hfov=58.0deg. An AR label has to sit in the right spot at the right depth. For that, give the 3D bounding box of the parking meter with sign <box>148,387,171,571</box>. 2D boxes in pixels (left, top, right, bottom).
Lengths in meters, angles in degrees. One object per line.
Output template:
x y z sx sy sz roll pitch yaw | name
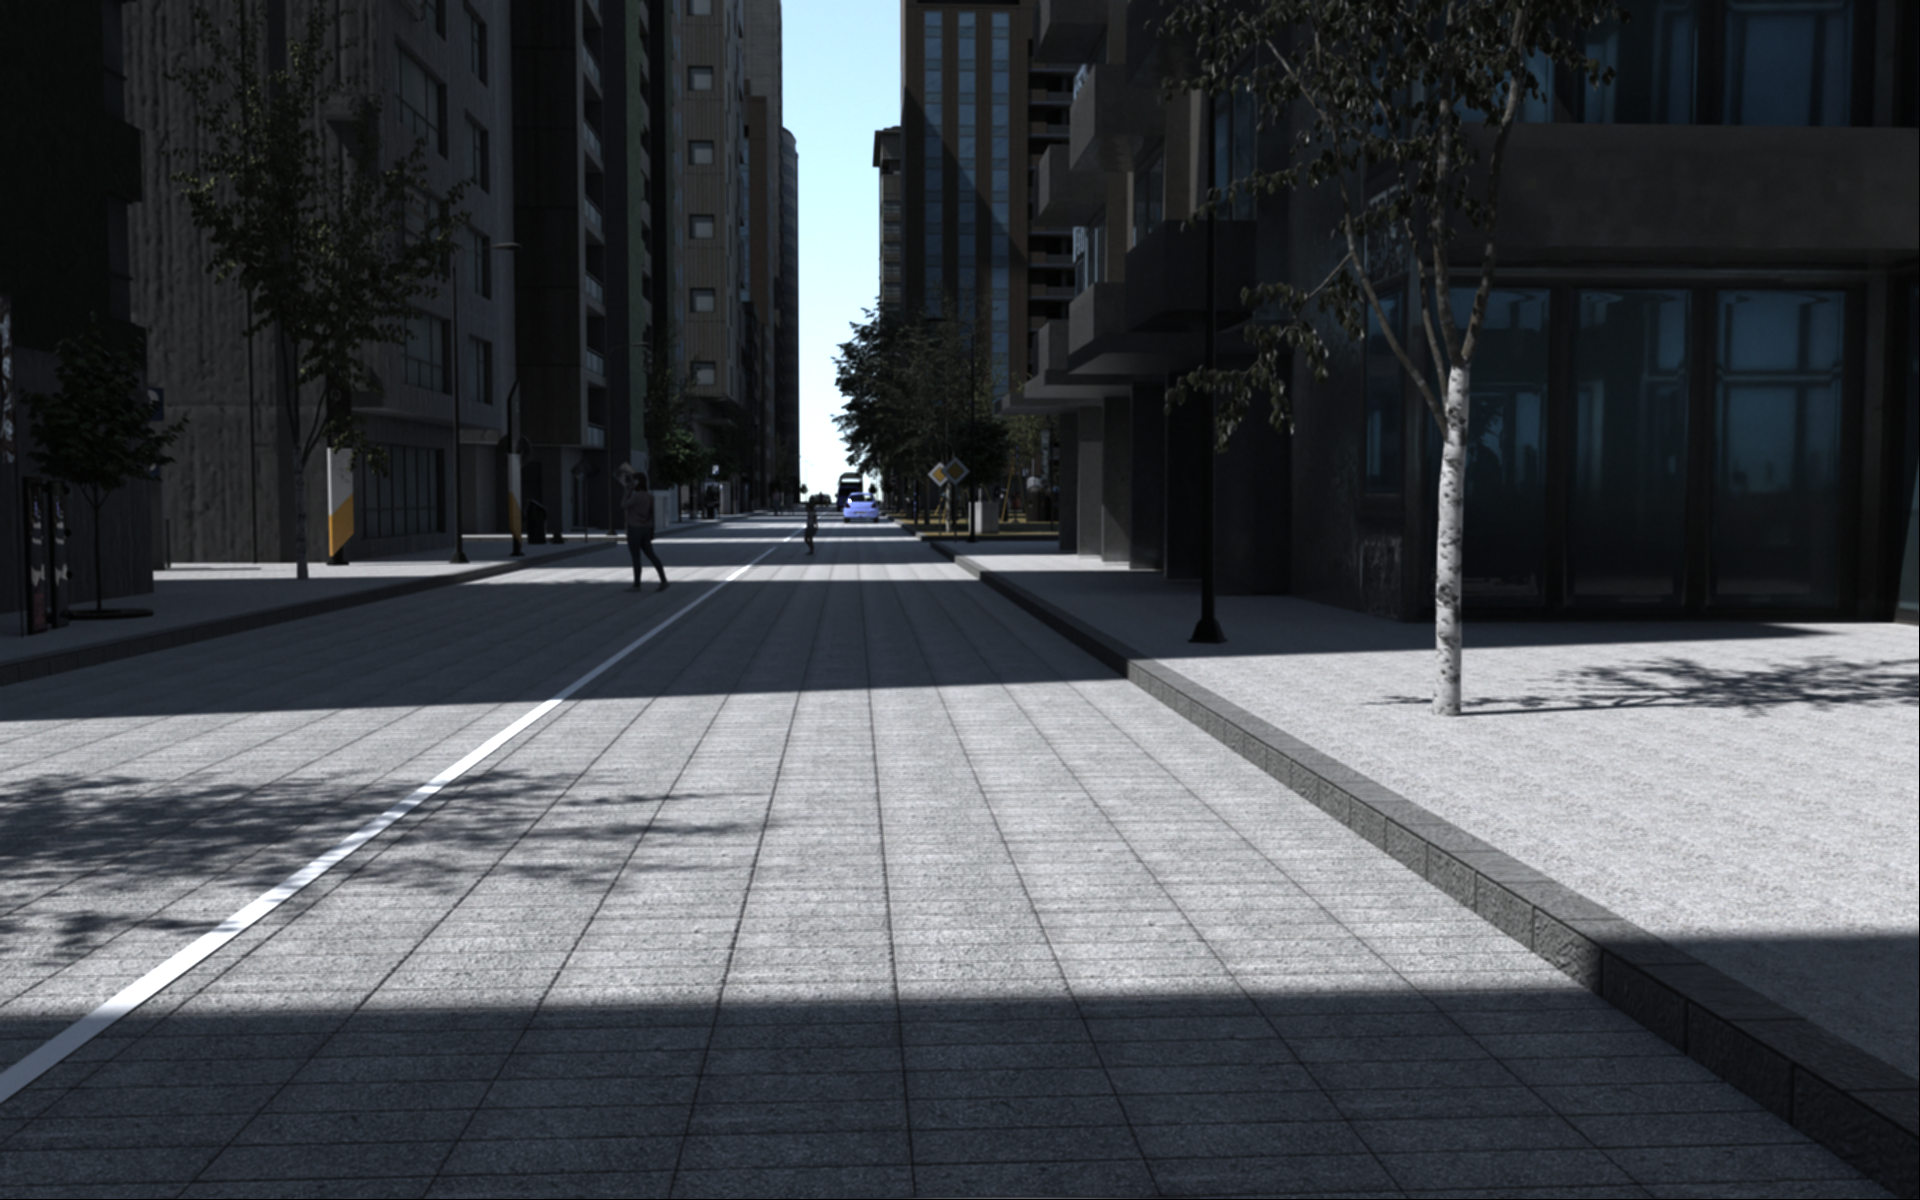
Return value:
-13.586 -2.010 29.122 0.543 3.016 1.738 -1 4 -20 | parking meter with sign

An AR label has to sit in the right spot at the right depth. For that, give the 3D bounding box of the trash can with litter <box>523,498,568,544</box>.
-10.670 -2.031 44.587 1.055 1.170 0.624 -2 4 -24 | trash can with litter

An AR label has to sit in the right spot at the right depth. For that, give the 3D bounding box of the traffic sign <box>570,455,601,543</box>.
-9.750 -2.538 45.138 0.795 2.450 0.064 0 4 -4 | traffic sign

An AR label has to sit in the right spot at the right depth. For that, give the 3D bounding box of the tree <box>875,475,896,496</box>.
-6.642 -10.012 158.291 1.663 3.219 1.824 0 3 0 | tree

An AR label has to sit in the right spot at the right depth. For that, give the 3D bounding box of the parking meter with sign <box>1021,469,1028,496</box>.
4.931 -7.438 117.867 0.543 3.016 1.738 -3 4 -36 | parking meter with sign

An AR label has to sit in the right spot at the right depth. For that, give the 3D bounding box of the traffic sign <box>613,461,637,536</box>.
-10.246 -3.025 53.108 0.795 2.450 0.064 0 4 -4 | traffic sign

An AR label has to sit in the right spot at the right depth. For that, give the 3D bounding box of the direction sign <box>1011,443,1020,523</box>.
2.499 -5.249 77.818 0.379 3.537 0.876 -1 4 -16 | direction sign

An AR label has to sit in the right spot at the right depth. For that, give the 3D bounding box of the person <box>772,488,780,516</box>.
-11.918 -6.332 112.030 0.555 1.821 0.388 -3 4 -39 | person

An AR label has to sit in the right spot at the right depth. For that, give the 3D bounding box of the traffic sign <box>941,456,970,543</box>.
-0.123 -2.573 45.716 0.795 2.450 0.064 0 4 -4 | traffic sign

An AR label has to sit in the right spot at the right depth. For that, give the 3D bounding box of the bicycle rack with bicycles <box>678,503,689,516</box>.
-18.072 -5.434 102.231 2.852 0.926 2.925 -2 4 -35 | bicycle rack with bicycles

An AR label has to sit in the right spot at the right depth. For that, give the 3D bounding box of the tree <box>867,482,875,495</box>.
-13.812 -17.115 274.437 1.663 3.219 1.824 0 3 0 | tree

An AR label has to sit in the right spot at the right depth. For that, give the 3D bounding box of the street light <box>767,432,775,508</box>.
-14.845 -9.611 129.684 1.470 5.913 1.316 0 4 -4 | street light

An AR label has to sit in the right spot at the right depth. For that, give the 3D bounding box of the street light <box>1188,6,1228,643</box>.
1.613 -2.587 14.841 1.470 5.913 1.316 0 4 -4 | street light

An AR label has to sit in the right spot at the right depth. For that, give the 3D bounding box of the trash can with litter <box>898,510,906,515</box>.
-3.314 -5.916 108.110 1.055 1.170 0.624 -1 4 -16 | trash can with litter

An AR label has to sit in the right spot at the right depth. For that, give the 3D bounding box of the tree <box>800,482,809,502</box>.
-23.880 -16.575 265.608 1.663 3.219 1.824 0 3 0 | tree

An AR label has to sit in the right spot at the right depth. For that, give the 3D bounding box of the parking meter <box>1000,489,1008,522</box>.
2.040 -4.387 80.132 0.372 1.533 0.369 0 3 0 | parking meter

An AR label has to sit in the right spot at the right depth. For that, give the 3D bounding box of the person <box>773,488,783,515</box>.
-12.569 -6.776 119.156 0.748 1.841 0.638 3 5 41 | person

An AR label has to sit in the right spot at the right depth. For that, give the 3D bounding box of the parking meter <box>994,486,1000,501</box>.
2.445 -6.693 115.145 0.399 1.863 0.255 -1 4 -10 | parking meter

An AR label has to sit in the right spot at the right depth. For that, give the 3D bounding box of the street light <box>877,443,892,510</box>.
-6.308 -10.328 141.411 1.470 5.913 1.316 0 4 -4 | street light

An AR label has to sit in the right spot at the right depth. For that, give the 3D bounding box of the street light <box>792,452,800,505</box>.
-18.738 -13.378 191.272 1.470 5.913 1.316 0 4 -4 | street light

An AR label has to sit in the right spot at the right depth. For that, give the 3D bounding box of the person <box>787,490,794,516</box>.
-11.245 -6.462 114.910 0.466 1.731 0.760 1 4 10 | person

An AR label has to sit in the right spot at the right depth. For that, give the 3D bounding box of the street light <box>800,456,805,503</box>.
-20.022 -14.666 212.329 1.470 5.913 1.316 0 4 -4 | street light

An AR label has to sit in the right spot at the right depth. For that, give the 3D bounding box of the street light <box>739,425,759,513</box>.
-14.089 -8.761 115.791 1.470 5.913 1.316 0 4 -4 | street light

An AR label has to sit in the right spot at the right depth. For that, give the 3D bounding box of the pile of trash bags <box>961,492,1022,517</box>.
1.887 -5.315 96.649 3.447 1.369 1.912 -2 4 -28 | pile of trash bags

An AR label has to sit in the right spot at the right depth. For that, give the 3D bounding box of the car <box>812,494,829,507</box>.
-16.076 -11.603 199.928 2.015 1.641 3.980 0 4 -3 | car

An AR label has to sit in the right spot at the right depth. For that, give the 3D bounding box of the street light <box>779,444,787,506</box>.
-16.882 -11.494 160.472 1.470 5.913 1.316 0 4 -4 | street light

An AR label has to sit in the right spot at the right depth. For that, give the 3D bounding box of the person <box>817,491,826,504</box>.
-15.203 -11.054 190.018 1.217 1.735 0.721 2 4 32 | person

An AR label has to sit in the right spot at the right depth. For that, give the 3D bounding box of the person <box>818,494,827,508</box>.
-14.185 -10.208 178.622 0.991 1.433 0.599 -1 4 -20 | person

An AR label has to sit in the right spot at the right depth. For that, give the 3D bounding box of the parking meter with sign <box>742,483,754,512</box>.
-15.440 -7.755 123.050 1.738 3.016 0.543 2 4 25 | parking meter with sign

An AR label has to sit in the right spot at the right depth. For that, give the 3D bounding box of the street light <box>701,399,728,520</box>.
-12.020 -6.863 84.755 1.470 5.913 1.316 0 4 -4 | street light

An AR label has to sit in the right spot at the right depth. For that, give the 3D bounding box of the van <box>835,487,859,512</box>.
-9.208 -8.479 143.021 2.240 2.365 5.245 0 4 -4 | van

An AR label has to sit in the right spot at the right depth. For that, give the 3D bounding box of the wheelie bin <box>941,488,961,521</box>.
-0.443 -4.660 84.101 0.980 1.594 0.693 0 4 -6 | wheelie bin

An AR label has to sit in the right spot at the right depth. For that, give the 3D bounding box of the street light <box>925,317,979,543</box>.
-0.206 -4.472 45.661 1.470 5.913 1.316 0 4 -4 | street light

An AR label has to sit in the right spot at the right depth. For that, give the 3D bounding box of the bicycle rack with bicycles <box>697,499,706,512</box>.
-18.969 -6.606 121.397 2.852 0.926 2.925 3 5 43 | bicycle rack with bicycles

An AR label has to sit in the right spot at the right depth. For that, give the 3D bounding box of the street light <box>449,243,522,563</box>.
-8.813 -3.648 32.194 1.470 5.913 1.316 0 4 -4 | street light

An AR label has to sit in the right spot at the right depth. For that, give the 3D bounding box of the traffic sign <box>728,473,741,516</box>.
-13.491 -6.330 103.606 0.768 2.556 0.104 0 4 2 | traffic sign

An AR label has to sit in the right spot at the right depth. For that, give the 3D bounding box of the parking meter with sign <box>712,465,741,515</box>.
-14.273 -6.665 105.234 0.543 3.016 1.738 2 4 33 | parking meter with sign

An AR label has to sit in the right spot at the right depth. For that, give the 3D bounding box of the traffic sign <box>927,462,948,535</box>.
-0.619 -3.061 53.685 0.795 2.450 0.064 0 4 -4 | traffic sign

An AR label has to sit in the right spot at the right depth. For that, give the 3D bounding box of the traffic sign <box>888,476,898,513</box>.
-4.592 -7.278 119.093 0.768 2.556 0.104 0 4 -3 | traffic sign

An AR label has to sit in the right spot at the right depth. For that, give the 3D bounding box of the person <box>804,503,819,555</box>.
-3.466 -1.677 40.929 0.382 1.210 0.505 -3 4 -36 | person

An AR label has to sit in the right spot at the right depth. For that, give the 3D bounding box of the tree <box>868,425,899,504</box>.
-3.566 -10.944 129.302 4.737 8.622 4.395 0 3 0 | tree

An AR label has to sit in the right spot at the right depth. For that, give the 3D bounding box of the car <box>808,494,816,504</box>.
-18.964 -13.214 228.054 2.014 1.417 4.499 0 4 -2 | car

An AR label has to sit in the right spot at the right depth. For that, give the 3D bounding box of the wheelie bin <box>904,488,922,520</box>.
-2.367 -4.851 87.221 0.980 1.594 0.693 2 4 34 | wheelie bin

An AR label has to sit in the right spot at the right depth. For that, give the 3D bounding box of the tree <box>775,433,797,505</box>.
-20.943 -15.520 204.111 4.360 8.622 3.978 0 3 0 | tree

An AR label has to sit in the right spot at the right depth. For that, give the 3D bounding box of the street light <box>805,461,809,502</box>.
-21.947 -16.550 243.125 1.470 5.913 1.316 0 4 -4 | street light

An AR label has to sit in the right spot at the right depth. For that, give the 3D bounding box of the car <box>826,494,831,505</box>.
-18.581 -13.983 237.424 1.959 1.807 4.718 0 4 -3 | car

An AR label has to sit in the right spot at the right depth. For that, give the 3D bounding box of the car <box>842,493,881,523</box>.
-4.897 -4.686 86.211 1.945 1.707 3.694 0 4 -2 | car

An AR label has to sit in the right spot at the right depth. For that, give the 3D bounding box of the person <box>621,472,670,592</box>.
-4.620 -1.000 25.440 0.643 1.750 0.593 1 4 19 | person

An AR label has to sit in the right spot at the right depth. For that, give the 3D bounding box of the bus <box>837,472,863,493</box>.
-12.394 -12.512 196.124 2.896 3.916 12.252 0 4 -5 | bus

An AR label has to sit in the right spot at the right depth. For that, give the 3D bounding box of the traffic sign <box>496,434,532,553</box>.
-9.301 -2.202 36.117 0.768 2.556 0.104 0 4 6 | traffic sign

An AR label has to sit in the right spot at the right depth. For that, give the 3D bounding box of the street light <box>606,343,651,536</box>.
-10.188 -4.934 53.219 1.470 5.913 1.316 0 4 -4 | street light

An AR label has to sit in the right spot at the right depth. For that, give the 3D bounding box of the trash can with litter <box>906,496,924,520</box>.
-2.115 -4.717 88.511 0.624 1.170 1.055 -2 4 -30 | trash can with litter
